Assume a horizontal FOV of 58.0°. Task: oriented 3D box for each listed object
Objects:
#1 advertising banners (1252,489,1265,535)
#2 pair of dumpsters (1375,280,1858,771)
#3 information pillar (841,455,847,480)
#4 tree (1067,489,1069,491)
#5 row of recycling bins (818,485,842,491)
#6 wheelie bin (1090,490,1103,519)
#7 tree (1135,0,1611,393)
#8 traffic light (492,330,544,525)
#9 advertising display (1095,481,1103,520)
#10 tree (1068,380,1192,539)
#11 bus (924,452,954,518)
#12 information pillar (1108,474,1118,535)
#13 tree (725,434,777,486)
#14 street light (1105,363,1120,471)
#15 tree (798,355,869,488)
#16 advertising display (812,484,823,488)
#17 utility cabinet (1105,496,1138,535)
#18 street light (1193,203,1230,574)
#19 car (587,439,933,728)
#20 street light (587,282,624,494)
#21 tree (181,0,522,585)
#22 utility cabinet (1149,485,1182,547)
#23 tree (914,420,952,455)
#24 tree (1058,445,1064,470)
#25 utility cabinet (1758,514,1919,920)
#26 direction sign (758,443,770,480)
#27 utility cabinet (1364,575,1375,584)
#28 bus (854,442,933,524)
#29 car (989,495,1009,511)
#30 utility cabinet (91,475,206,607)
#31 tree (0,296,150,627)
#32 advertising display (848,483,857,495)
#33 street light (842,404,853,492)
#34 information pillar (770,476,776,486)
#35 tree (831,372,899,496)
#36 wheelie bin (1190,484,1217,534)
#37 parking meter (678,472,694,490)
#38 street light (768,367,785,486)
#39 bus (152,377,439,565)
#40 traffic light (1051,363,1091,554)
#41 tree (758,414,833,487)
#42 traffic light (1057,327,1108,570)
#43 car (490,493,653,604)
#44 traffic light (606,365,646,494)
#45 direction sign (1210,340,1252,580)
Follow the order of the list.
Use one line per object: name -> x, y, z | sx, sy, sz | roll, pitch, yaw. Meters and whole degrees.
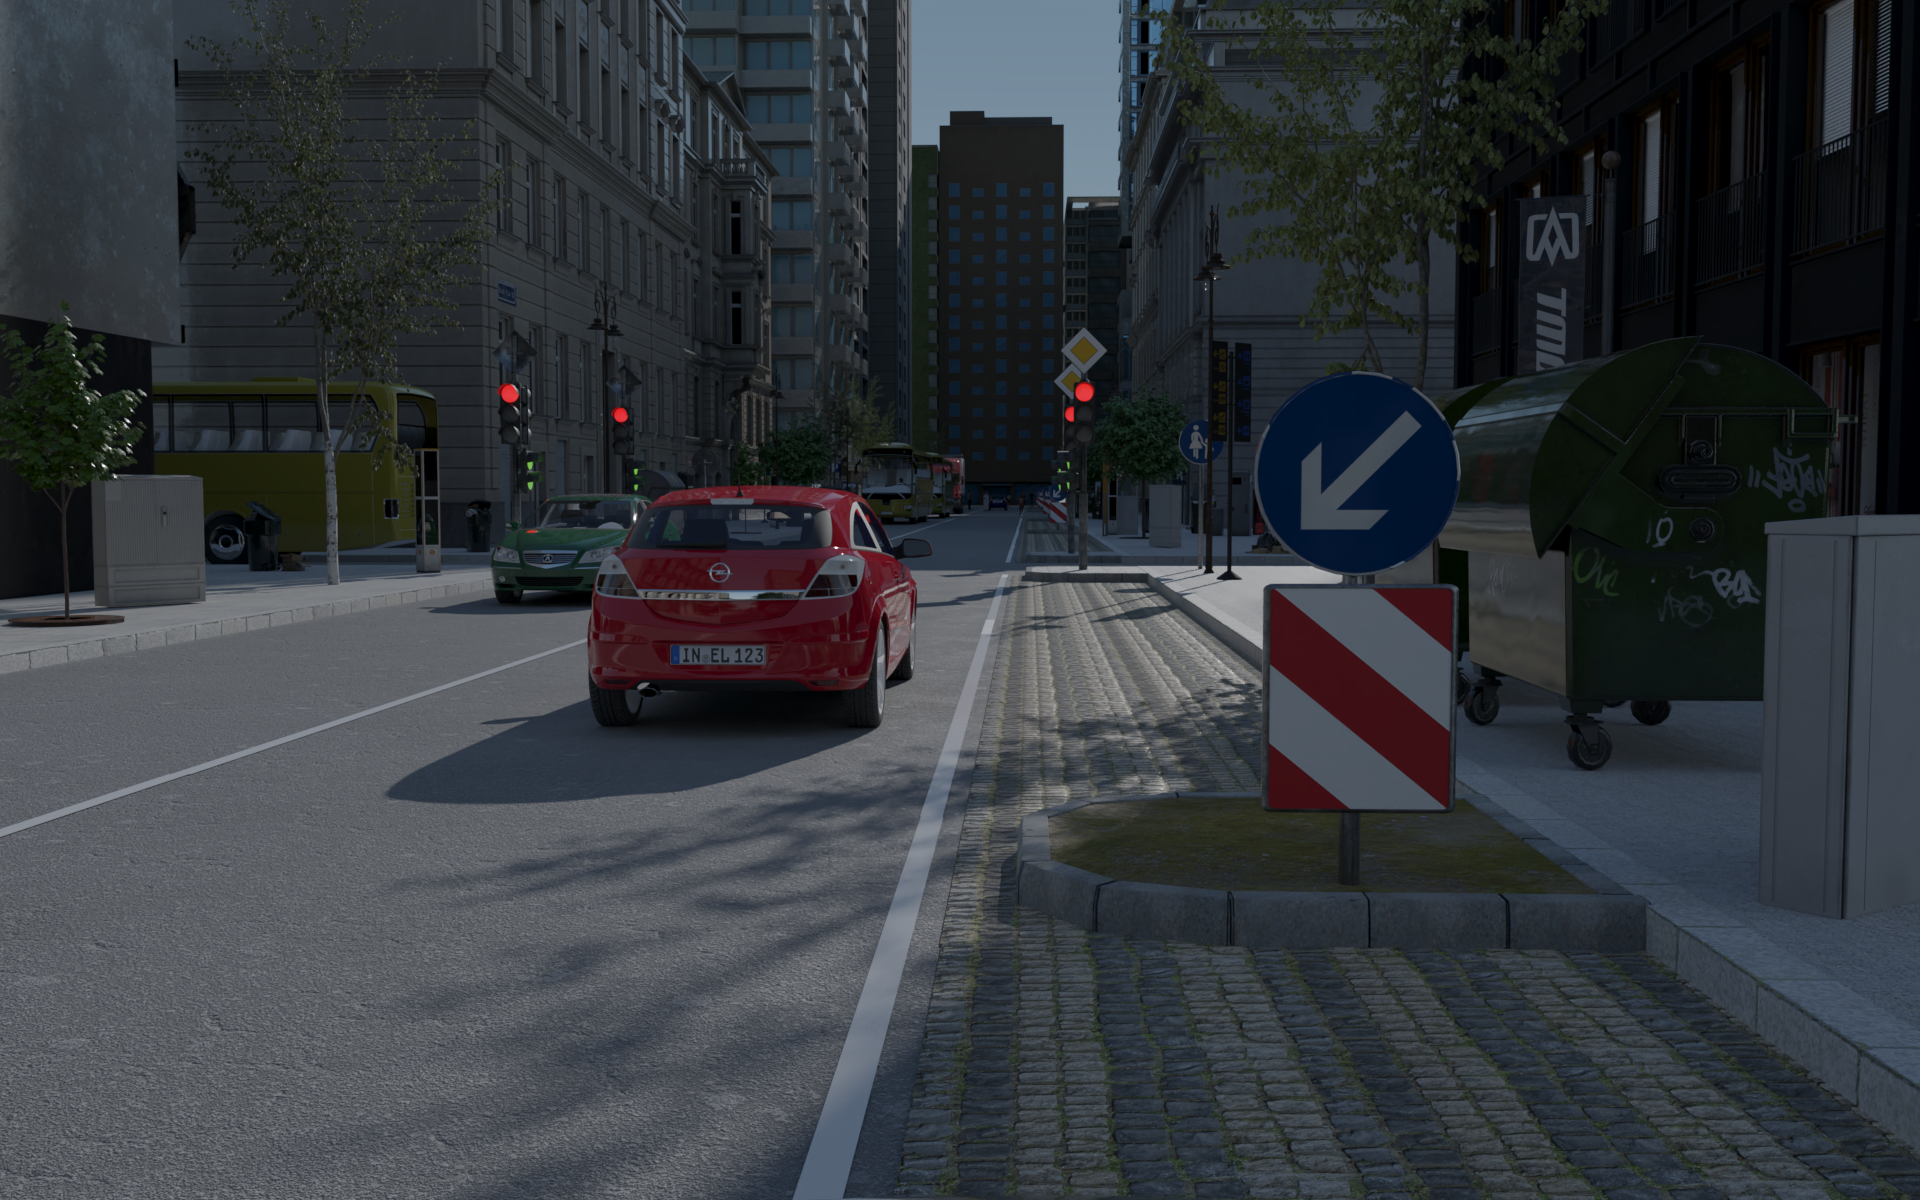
advertising banners -> 9.316, -3.539, 54.055 | 2.074, 3.025, 0.090 | -2, 4, -32
pair of dumpsters -> 3.412, -0.457, 9.963 | 1.574, 2.255, 4.437 | 0, 4, 2
information pillar -> -6.869, -6.807, 102.641 | 0.504, 3.616, 0.183 | 1, 4, 11
tree -> 9.067, -8.712, 137.039 | 1.663, 3.219, 1.824 | 0, 3, 0
row of recycling bins -> -6.065, -4.535, 81.258 | 1.069, 1.692, 3.534 | 0, 4, 3
wheelie bin -> 7.071, -4.943, 88.724 | 0.693, 1.594, 0.980 | 2, 4, 30
tree -> 4.151, -4.055, 16.661 | 4.737, 8.622, 4.395 | 0, 3, 0
traffic light -> -7.586, -2.489, 29.620 | 0.839, 4.253, 0.868 | 0, 4, 2
advertising display -> 6.971, -5.002, 86.995 | 0.123, 1.923, 0.974 | -1, 4, -13
tree -> 5.312, -4.056, 50.029 | 4.285, 4.588, 4.351 | 0, 3, 0
bus -> -1.934, -6.942, 105.045 | 2.896, 3.916, 12.252 | 0, 4, 2
information pillar -> 4.774, -3.047, 54.308 | 0.304, 2.012, 0.304 | 0, 4, -3
tree -> -6.964, -3.758, 56.046 | 1.663, 3.219, 1.824 | 0, 3, 0
street light -> 5.368, -5.389, 60.905 | 0.468, 5.910, 1.993 | 0, 4, 2
tree -> -6.841, -8.675, 92.193 | 4.360, 8.622, 3.978 | 0, 3, 0
advertising display -> -8.816, -6.165, 106.017 | 0.974, 1.923, 0.123 | 3, 4, 36
utility cabinet -> 5.099, -2.660, 54.655 | 1.020, 1.237, 0.306 | 0, 4, 1
street light -> 4.030, -3.369, 27.872 | 0.468, 5.910, 1.993 | 0, 4, 2
car -> -1.296, -0.189, 12.138 | 2.155, 1.783, 4.494 | 0, 4, 2
street light -> -7.715, -3.980, 37.865 | 0.468, 5.910, 1.993 | 0, 4, 2
tree -> -8.638, -4.518, 24.237 | 4.360, 8.622, 3.978 | 0, 3, 0
utility cabinet -> 4.936, -2.013, 41.585 | 0.318, 1.500, 1.173 | -1, 4, -19
tree -> -2.606, -13.562, 172.103 | 4.737, 8.622, 4.395 | 0, 3, 0
tree -> 6.821, -6.834, 95.445 | 4.285, 4.588, 4.351 | 0, 3, 0
utility cabinet -> 2.986, 0.341, 5.583 | 1.020, 1.237, 0.306 | -2, 4, -35
direction sign -> -8.710, -5.209, 77.158 | 0.379, 3.537, 0.876 | -3, 5, -42
utility cabinet -> 5.434, -0.814, 21.983 | 1.173, 1.500, 0.318 | -3, 4, -38
bus -> -3.042, -5.757, 85.680 | 2.896, 3.916, 12.252 | 0, 4, 4
car -> 3.293, -8.511, 151.729 | 1.945, 1.354, 3.894 | 0, 4, 0
utility cabinet -> -9.302, -0.686, 19.895 | 0.318, 1.500, 1.173 | 2, 4, 35
tree -> -8.755, -1.371, 17.011 | 1.663, 3.219, 1.824 | 0, 3, 0
advertising display -> -6.403, -5.828, 100.502 | 0.974, 1.923, 0.123 | -3, 5, -41
street light -> -5.757, -7.082, 88.571 | 0.468, 5.910, 1.993 | 0, 4, 2
information pillar -> -7.125, -3.781, 66.319 | 0.304, 2.012, 0.304 | 0, 4, -8
tree -> -5.858, -9.480, 105.362 | 4.737, 8.622, 4.395 | 0, 3, 0
wheelie bin -> 7.870, -2.943, 56.026 | 0.980, 1.594, 0.693 | 3, 4, 38
parking meter -> -7.106, -2.401, 44.975 | 0.399, 1.863, 0.255 | 3, 4, 37
street light -> -6.688, -5.531, 63.216 | 0.468, 5.910, 1.993 | 0, 4, 2
bus -> -16.638, -2.593, 33.942 | 12.252, 3.916, 2.896 | 0, 4, 2
traffic light -> 2.384, -2.955, 37.235 | 0.839, 4.253, 0.868 | 0, 4, 2
tree -> -6.756, -5.377, 71.629 | 4.285, 4.588, 4.351 | 0, 3, 0
traffic light -> 2.068, -2.467, 29.256 | 0.839, 4.253, 0.868 | 0, 4, 2
car -> -5.095, -0.755, 24.142 | 2.131, 1.459, 4.920 | 0, 4, 2
traffic light -> -7.270, -2.977, 37.599 | 0.839, 4.253, 0.868 | 0, 4, 2
direction sign -> 4.039, -2.072, 25.879 | 0.876, 3.537, 0.379 | -3, 5, -40
